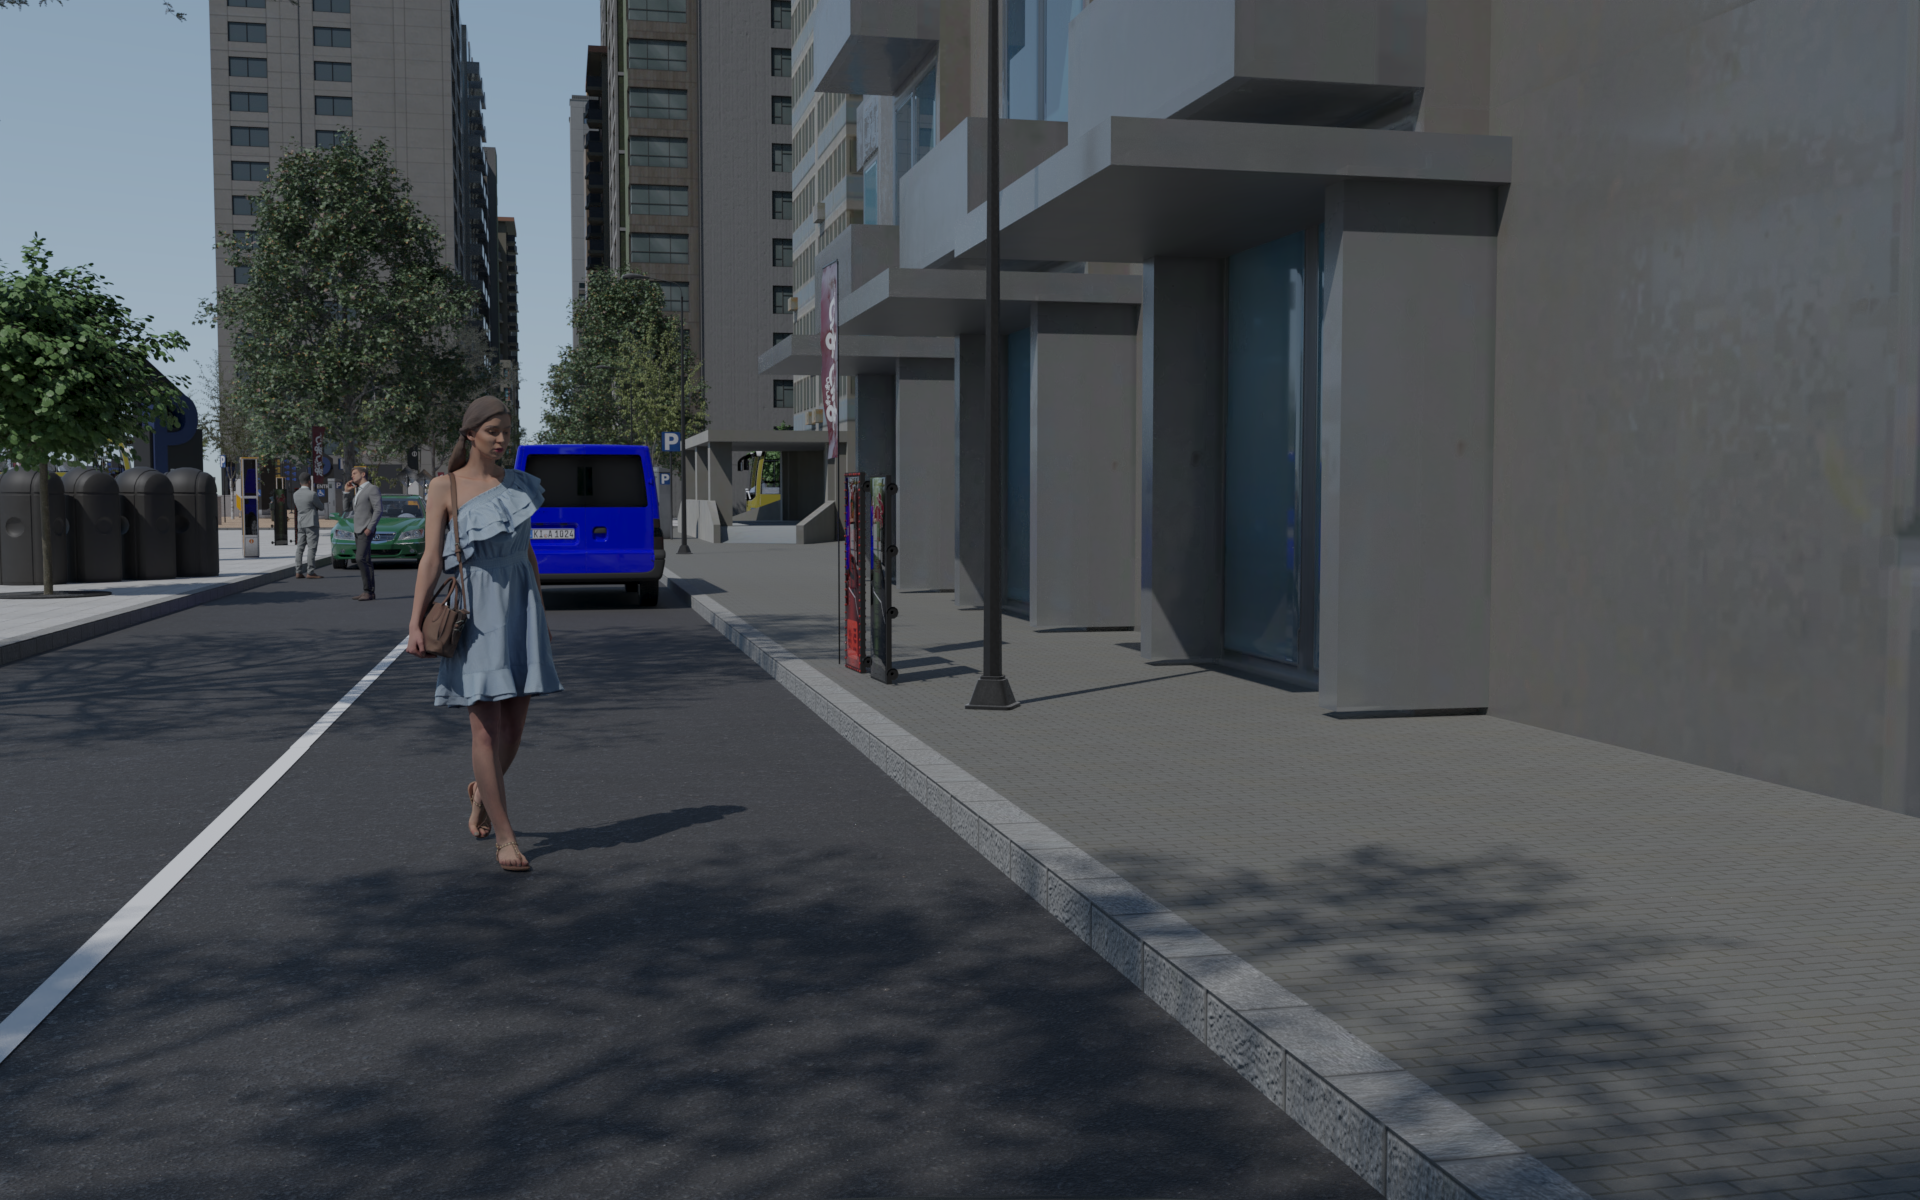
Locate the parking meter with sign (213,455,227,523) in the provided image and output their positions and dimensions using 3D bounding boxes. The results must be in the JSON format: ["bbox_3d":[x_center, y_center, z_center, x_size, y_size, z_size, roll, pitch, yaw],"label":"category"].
[{"bbox_3d":[-33.553,-4.941,77.053,0.543,3.016,1.738,3,5,43],"label":"parking meter with sign"}]

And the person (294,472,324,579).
[{"bbox_3d":[-11.047,-1.270,29.442,0.511,1.800,0.466,1,4,11],"label":"person"}]

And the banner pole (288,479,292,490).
[{"bbox_3d":[-49.898,-8.500,128.992,0.401,3.779,0.863,0,4,-2],"label":"banner pole"}]

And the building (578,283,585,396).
[{"bbox_3d":[-45.101,-28.510,237.838,14.160,30.474,14.107,-1,4,-13],"label":"building"}]

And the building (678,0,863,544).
[{"bbox_3d":[7.691,-22.171,54.380,32.217,40.220,23.993,-1,4,-13],"label":"building"}]

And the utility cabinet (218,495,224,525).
[{"bbox_3d":[-31.107,-3.702,71.686,0.306,1.237,1.020,2,4,35],"label":"utility cabinet"}]

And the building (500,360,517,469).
[{"bbox_3d":[-74.621,-23.822,234.520,27.650,21.520,28.899,-1,4,-13],"label":"building"}]

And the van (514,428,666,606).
[{"bbox_3d":[-5.186,-1.177,23.631,2.240,2.365,5.245,-1,4,-14],"label":"van"}]

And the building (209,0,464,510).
[{"bbox_3d":[-51.309,-43.434,148.393,20.563,71.187,20.611,-1,4,-13],"label":"building"}]

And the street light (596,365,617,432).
[{"bbox_3d":[-12.452,-5.521,62.807,1.470,5.913,1.316,-1,4,-13],"label":"street light"}]

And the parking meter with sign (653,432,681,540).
[{"bbox_3d":[-8.484,-3.250,49.398,0.543,3.016,1.738,-2,4,-27],"label":"parking meter with sign"}]

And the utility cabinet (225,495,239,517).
[{"bbox_3d":[-41.164,-5.284,97.548,1.020,1.237,0.306,-2,4,-26],"label":"utility cabinet"}]

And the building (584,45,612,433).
[{"bbox_3d":[-25.508,-31.582,170.995,22.147,44.769,28.867,-1,4,-13],"label":"building"}]

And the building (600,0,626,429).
[{"bbox_3d":[-31.786,-46.267,194.710,20.563,71.187,20.611,-1,4,-13],"label":"building"}]

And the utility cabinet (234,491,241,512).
[{"bbox_3d":[-49.370,-6.756,119.140,1.173,1.500,0.318,1,4,20],"label":"utility cabinet"}]

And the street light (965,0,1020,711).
[{"bbox_3d":[-0.333,-2.299,10.122,1.470,5.913,1.316,-1,4,-13],"label":"street light"}]

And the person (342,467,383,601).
[{"bbox_3d":[-8.079,-0.902,23.430,0.473,1.802,0.592,-2,4,-28],"label":"person"}]

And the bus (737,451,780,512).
[{"bbox_3d":[-2.598,-4.741,69.055,12.252,3.916,2.896,-1,4,-12],"label":"bus"}]

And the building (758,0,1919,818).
[{"bbox_3d":[10.497,-24.407,18.669,23.786,49.044,30.456,-1,4,-13],"label":"building"}]

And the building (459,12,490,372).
[{"bbox_3d":[-59.019,-33.883,173.600,23.786,49.044,30.456,-1,4,-13],"label":"building"}]

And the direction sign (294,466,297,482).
[{"bbox_3d":[-43.731,-7.413,113.198,0.876,3.537,0.379,1,4,16],"label":"direction sign"}]

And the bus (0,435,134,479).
[{"bbox_3d":[-35.395,-4.306,61.949,12.252,3.916,2.896,-1,4,-13],"label":"bus"}]

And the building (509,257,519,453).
[{"bbox_3d":[-79.995,-36.769,284.763,14.154,41.232,14.086,-1,4,-13],"label":"building"}]

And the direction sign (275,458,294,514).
[{"bbox_3d":[-42.248,-7.097,108.032,0.876,3.537,0.379,-1,4,-9],"label":"direction sign"}]

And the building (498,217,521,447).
[{"bbox_3d":[-78.425,-37.210,263.013,22.147,44.769,28.867,-1,4,-13],"label":"building"}]

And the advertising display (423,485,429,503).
[{"bbox_3d":[-27.945,-5.289,91.690,0.974,1.923,0.123,1,4,10],"label":"advertising display"}]

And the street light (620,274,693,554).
[{"bbox_3d":[-6.426,-3.928,36.758,1.470,5.913,1.316,-1,4,-13],"label":"street light"}]

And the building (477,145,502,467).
[{"bbox_3d":[-59.788,-31.394,196.886,14.154,41.232,14.086,-1,4,-13],"label":"building"}]

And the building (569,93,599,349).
[{"bbox_3d":[-47.083,-43.805,258.204,21.231,58.520,28.212,-1,4,-13],"label":"building"}]

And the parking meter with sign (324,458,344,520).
[{"bbox_3d":[-30.705,-5.437,85.157,1.738,3.016,0.543,3,5,42],"label":"parking meter with sign"}]

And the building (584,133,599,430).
[{"bbox_3d":[-38.592,-34.352,211.758,14.600,45.320,14.200,-1,4,-13],"label":"building"}]

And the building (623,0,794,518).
[{"bbox_3d":[-12.162,-20.059,99.662,14.160,30.474,14.107,-1,4,-13],"label":"building"}]
